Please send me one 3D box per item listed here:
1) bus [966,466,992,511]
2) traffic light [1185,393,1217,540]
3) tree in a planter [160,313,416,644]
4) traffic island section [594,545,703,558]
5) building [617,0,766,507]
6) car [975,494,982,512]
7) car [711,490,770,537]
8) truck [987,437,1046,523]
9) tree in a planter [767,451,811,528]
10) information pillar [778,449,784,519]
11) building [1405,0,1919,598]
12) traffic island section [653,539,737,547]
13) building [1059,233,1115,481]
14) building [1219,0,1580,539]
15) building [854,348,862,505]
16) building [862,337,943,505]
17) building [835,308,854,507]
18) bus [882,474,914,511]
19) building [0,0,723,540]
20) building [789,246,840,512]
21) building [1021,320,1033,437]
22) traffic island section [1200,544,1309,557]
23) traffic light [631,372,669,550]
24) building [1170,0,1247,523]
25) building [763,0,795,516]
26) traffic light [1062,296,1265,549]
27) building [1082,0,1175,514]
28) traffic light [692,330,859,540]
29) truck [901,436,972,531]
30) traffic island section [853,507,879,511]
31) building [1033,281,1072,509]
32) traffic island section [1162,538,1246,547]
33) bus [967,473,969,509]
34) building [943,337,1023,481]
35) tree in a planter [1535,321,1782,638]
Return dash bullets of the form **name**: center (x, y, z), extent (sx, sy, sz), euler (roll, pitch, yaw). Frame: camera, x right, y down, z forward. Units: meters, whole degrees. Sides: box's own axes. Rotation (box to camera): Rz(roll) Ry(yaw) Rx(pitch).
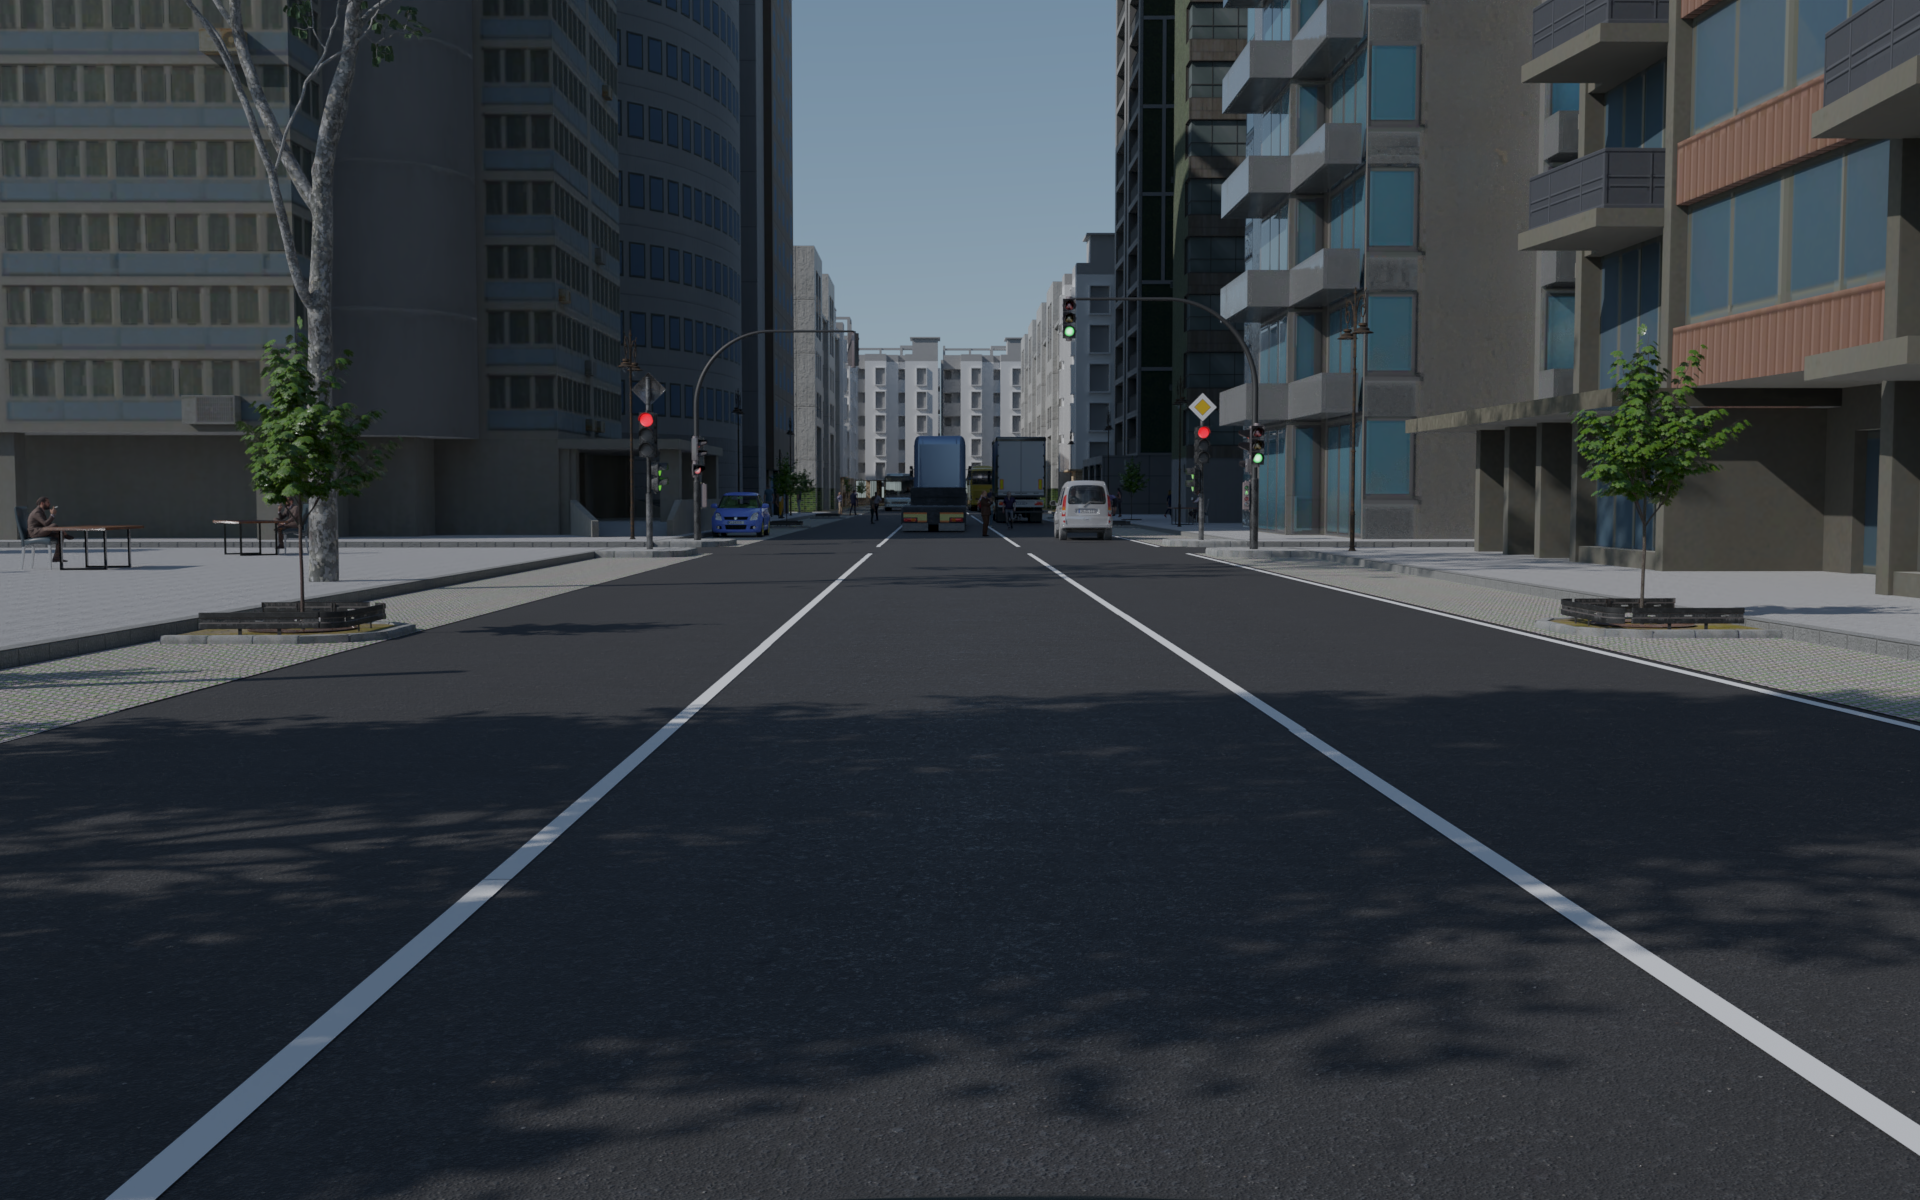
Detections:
- **bus**: center (1.991, -9.641, 149.177), extent (2.896, 3.916, 12.252), euler (0, 4, -1)
- **traffic light**: center (6.710, -3.625, 48.193), extent (0.839, 4.253, 0.868), euler (0, 4, -1)
- **tree in a planter**: center (-6.610, -1.229, 17.311), extent (1.991, 3.239, 1.994), euler (0, 4, -1)
- **traffic island section**: center (-7.211, -1.093, 40.154), extent (2.009, 0.180, 2.903), euler (0, 4, -1)
- **building**: center (-21.534, -33.172, 84.362), extent (21.231, 58.520, 28.212), euler (0, 4, -1)
- **car**: center (2.317, -7.888, 138.007), extent (2.155, 1.783, 4.494), euler (0, 4, -1)
- **car**: center (-7.349, -2.971, 58.168), extent (1.945, 1.707, 3.694), euler (0, 4, -2)
- **truck**: center (2.939, -6.188, 90.083), extent (2.839, 4.237, 11.283), euler (0, 4, 0)
- **tree in a planter**: center (-7.291, -4.616, 72.696), extent (1.991, 3.239, 1.994), euler (0, 4, -1)
- **information pillar**: center (-9.361, -6.074, 90.669), extent (0.183, 3.616, 0.504), euler (1, 4, 11)
- **building**: center (21.294, -22.655, 25.026), extent (22.147, 44.769, 28.867), euler (0, 4, -1)
- **traffic island section**: center (-7.311, -1.582, 48.139), extent (2.009, 0.180, 2.903), euler (0, 4, -1)
- **building**: center (15.668, -16.808, 131.232), extent (16.016, 20.091, 11.380), euler (0, 4, -1)
- **building**: center (24.028, -26.771, 57.321), extent (30.456, 49.044, 23.786), euler (0, 4, -1)
- **building**: center (-17.126, -20.457, 190.895), extent (11.380, 20.091, 16.016), euler (0, 4, -1)
- **building**: center (-8.134, -21.920, 214.814), extent (11.380, 20.091, 16.016), euler (0, 4, -1)
- **building**: center (-19.175, -19.319, 172.280), extent (16.016, 20.091, 11.380), euler (0, 4, -1)
- **bus**: center (-5.323, -9.521, 150.520), extent (2.948, 3.499, 13.247), euler (0, 4, -3)
- **building**: center (-24.960, -22.415, 58.362), extent (32.217, 40.220, 23.993), euler (0, 4, -1)
- **building**: center (-18.921, -16.676, 139.109), extent (16.747, 18.905, 31.486), euler (0, 4, -1)
- **building**: center (15.583, -19.431, 184.152), extent (16.747, 18.905, 31.486), euler (0, 4, -1)
- **traffic island section**: center (6.849, -1.104, 40.323), extent (2.009, 0.180, 2.903), euler (0, 4, -1)
- **traffic light**: center (-7.171, -3.125, 40.020), extent (0.839, 4.253, 0.868), euler (0, 4, -1)
- **building**: center (16.926, -19.021, 82.691), extent (14.160, 30.474, 14.107), euler (0, 4, -1)
- **building**: center (-17.733, -27.882, 105.980), extent (14.600, 45.320, 14.200), euler (0, 4, -1)
- **traffic light**: center (4.718, -3.998, 40.042), extent (4.771, 5.953, 1.251), euler (0, 4, -1)
- **building**: center (19.113, -41.200, 111.864), extent (20.563, 71.187, 20.611), euler (0, 4, -1)
- **traffic light**: center (-5.180, -4.489, 48.066), extent (4.771, 5.953, 1.251), euler (0, 4, -1)
- **truck**: center (-0.960, -5.168, 74.252), extent (2.967, 4.110, 18.799), euler (0, 4, 0)
- **traffic island section**: center (-8.238, -7.772, 149.942), extent (1.991, 0.108, 1.994), euler (0, 4, -1)
- **building**: center (15.973, -17.507, 152.701), extent (16.747, 18.905, 31.486), euler (0, 4, -1)
- **traffic island section**: center (6.750, -1.592, 48.308), extent (2.009, 0.180, 2.903), euler (0, 4, -1)
- **bus**: center (1.933, -10.422, 161.938), extent (2.896, 3.916, 12.252), euler (0, 4, 0)
- **building**: center (3.315, -21.955, 215.379), extent (11.380, 20.091, 16.016), euler (0, 4, -1)
- **tree in a planter**: center (7.120, -1.269, 17.976), extent (1.991, 3.239, 1.994), euler (0, 4, -1)
